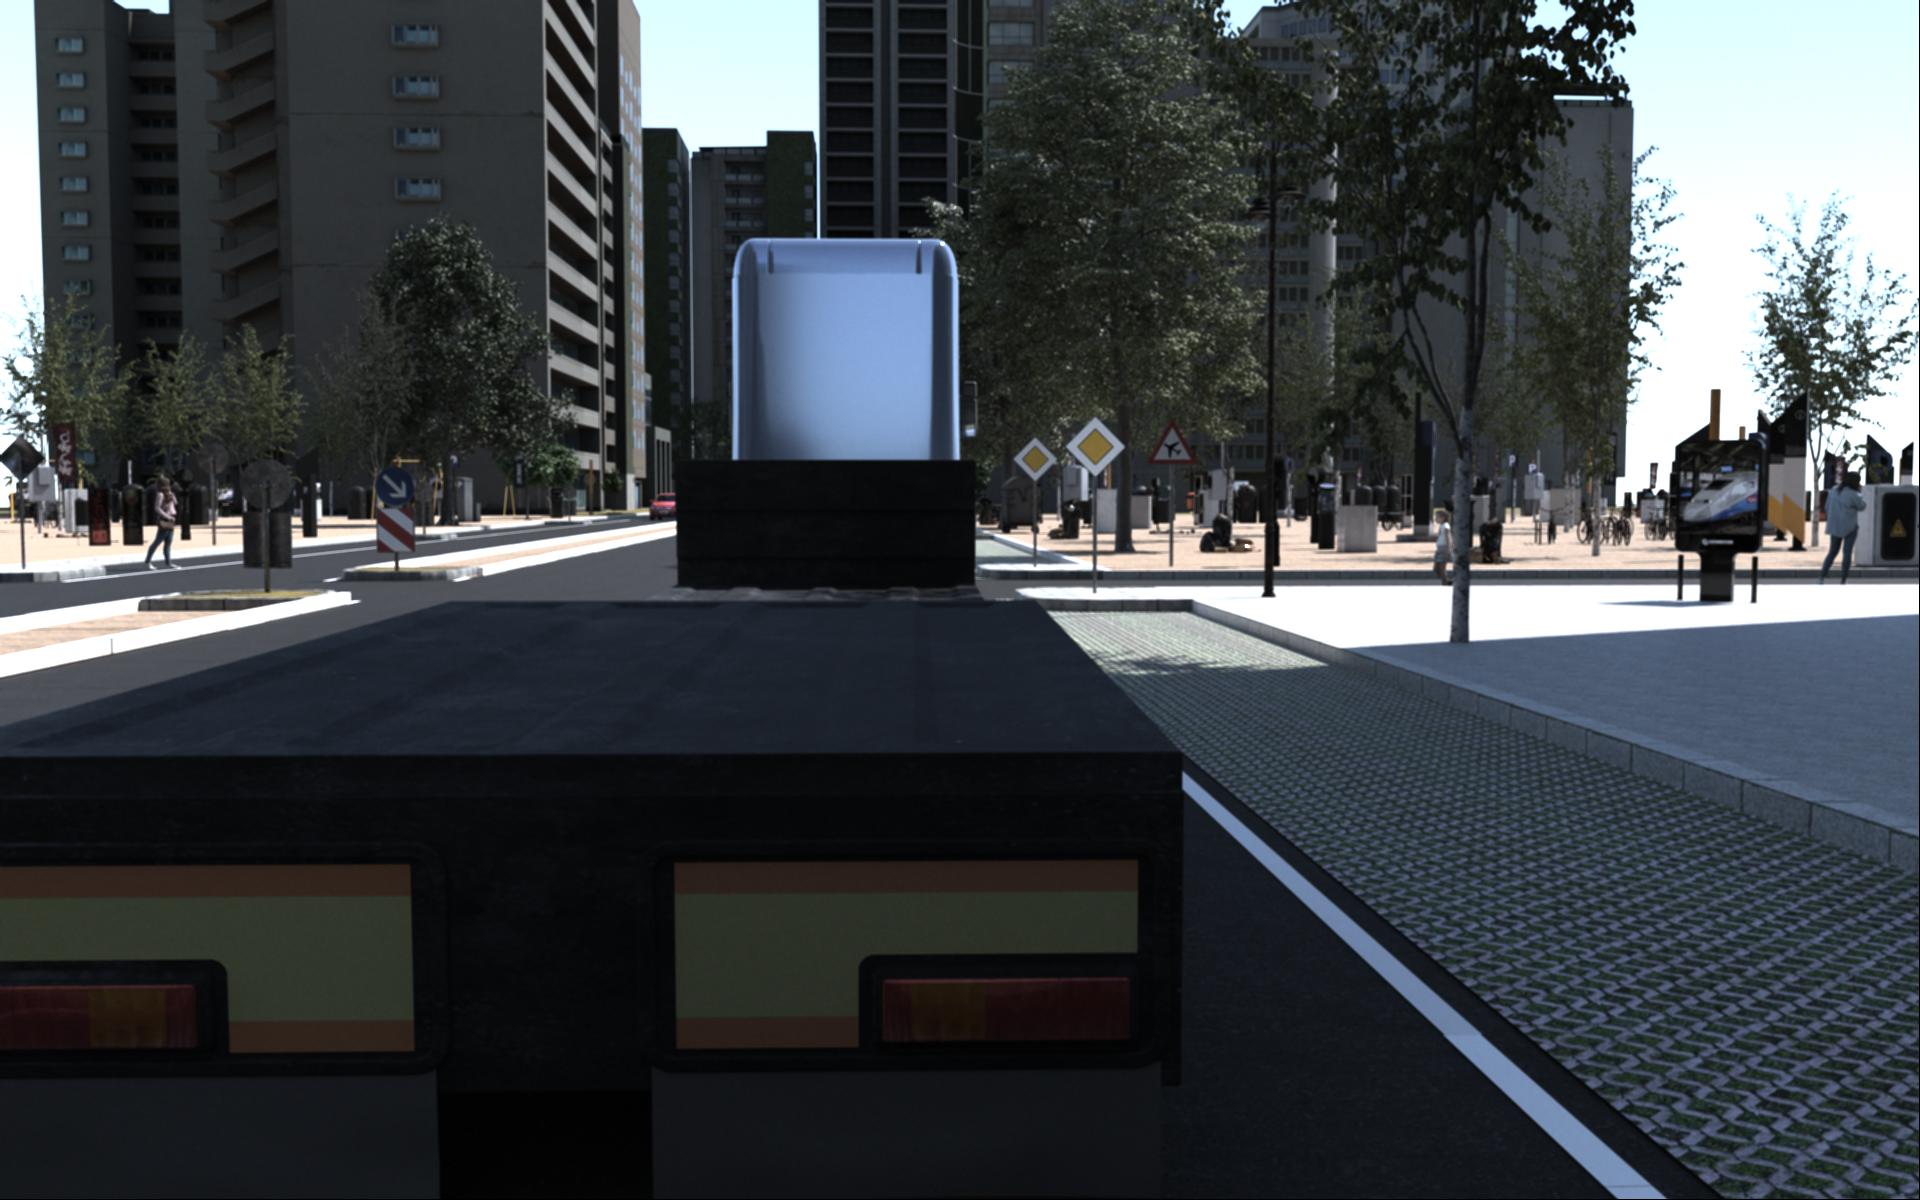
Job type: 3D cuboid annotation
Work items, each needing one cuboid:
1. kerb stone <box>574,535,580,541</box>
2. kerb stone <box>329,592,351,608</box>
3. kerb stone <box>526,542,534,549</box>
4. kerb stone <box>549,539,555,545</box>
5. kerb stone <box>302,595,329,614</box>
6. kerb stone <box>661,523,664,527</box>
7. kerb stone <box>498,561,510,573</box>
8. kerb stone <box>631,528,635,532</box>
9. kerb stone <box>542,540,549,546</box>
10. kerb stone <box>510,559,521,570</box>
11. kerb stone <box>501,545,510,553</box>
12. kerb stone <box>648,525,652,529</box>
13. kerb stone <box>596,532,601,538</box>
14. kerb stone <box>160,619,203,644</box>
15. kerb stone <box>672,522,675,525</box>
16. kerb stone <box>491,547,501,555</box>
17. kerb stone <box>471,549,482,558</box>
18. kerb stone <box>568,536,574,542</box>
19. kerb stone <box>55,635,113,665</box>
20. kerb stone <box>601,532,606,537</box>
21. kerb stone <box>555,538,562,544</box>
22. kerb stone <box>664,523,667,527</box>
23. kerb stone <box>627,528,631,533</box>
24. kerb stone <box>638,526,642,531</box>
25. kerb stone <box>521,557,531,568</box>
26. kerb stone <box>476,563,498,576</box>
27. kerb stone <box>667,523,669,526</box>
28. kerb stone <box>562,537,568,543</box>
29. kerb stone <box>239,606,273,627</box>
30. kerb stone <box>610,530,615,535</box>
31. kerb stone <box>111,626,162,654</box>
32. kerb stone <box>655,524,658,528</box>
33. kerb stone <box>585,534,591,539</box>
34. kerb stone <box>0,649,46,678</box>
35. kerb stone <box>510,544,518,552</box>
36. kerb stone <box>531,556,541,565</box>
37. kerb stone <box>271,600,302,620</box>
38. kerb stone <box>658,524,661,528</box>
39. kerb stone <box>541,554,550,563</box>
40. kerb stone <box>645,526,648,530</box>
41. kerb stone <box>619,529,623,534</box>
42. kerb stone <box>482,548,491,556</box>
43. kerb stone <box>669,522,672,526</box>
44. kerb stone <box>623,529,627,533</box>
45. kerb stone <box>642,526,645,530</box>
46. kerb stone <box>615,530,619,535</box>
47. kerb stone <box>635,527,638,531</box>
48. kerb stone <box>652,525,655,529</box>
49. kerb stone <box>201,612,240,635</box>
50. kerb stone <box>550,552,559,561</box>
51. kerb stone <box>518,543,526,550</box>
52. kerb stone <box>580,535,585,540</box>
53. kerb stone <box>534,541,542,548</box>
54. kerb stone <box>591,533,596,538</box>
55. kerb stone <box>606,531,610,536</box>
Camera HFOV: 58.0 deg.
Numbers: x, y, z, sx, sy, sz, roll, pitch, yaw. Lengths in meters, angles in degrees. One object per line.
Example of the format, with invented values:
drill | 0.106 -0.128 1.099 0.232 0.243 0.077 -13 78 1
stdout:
kerb stone | -11.695 -1.839 52.266 0.120 0.150 1.000 0 4 -3
kerb stone | -7.994 0.006 22.124 0.120 0.150 1.000 0 4 -3
kerb stone | -11.313 -1.400 45.092 0.120 0.150 1.000 0 4 -3
kerb stone | -11.472 -1.588 48.167 0.120 0.150 1.000 0 4 -3
kerb stone | -7.934 0.067 21.104 0.120 0.150 1.000 0 4 -3
kerb stone | -12.841 -3.153 73.751 0.120 0.150 1.000 0 4 -3
kerb stone | -8.504 -0.590 31.891 0.120 0.150 1.000 0 4 -3
kerb stone | -12.342 -2.585 64.537 0.120 0.150 1.000 0 4 -3
kerb stone | -11.419 -1.526 47.138 0.120 0.150 1.000 0 4 -3
kerb stone | -8.564 -0.656 32.923 0.120 0.150 1.000 0 4 -3
kerb stone | -11.150 -1.212 42.014 0.120 0.150 1.000 0 4 -3
kerb stone | -12.614 -2.903 69.655 0.120 0.150 1.000 0 4 -3
kerb stone | -11.920 -2.090 56.361 0.120 0.150 1.000 0 4 -3
kerb stone | -7.717 0.317 17.012 0.120 0.150 1.000 0 4 -3
kerb stone | -13.054 -3.404 77.846 0.120 0.150 1.000 0 4 -3
kerb stone | -11.099 -1.148 40.990 0.120 0.150 1.000 0 4 -3
kerb stone | -10.978 -1.022 38.945 0.120 0.150 1.000 0 4 -3
kerb stone | -11.646 -1.773 51.245 0.120 0.150 1.000 0 4 -3
kerb stone | -7.618 0.443 14.956 0.120 0.150 1.000 0 4 -3
kerb stone | -11.964 -2.152 57.382 0.120 0.150 1.000 0 4 -3
kerb stone | -11.534 -1.651 49.191 0.120 0.150 1.000 0 4 -3
kerb stone | -12.892 -3.216 74.772 0.120 0.150 1.000 0 4 -3
kerb stone | -12.290 -2.527 63.516 0.120 0.150 1.000 0 4 -3
kerb stone | -12.454 -2.711 66.593 0.120 0.150 1.000 0 4 -3
kerb stone | -8.622 -0.719 33.944 0.120 0.150 1.000 0 4 -3
kerb stone | -8.447 -0.531 30.870 0.120 0.150 1.000 0 4 -3
kerb stone | -12.945 -3.279 75.800 0.120 0.150 1.000 0 4 -3
kerb stone | -11.590 -1.714 50.211 0.120 0.150 1.000 0 4 -3
kerb stone | -7.825 0.192 19.057 0.120 0.150 1.000 0 4 -3
kerb stone | -12.074 -2.277 59.427 0.120 0.150 1.000 0 4 -3
kerb stone | -7.659 0.380 15.985 0.120 0.150 1.000 0 4 -3
kerb stone | -12.734 -3.021 71.698 0.120 0.150 1.000 0 4 -3
kerb stone | -11.807 -1.965 54.319 0.120 0.150 1.000 0 4 -3
kerb stone | -7.554 0.508 13.936 0.120 0.150 1.000 0 4 -3
kerb stone | -11.201 -1.275 43.048 0.120 0.150 1.000 0 4 -3
kerb stone | -8.667 -0.781 34.965 0.120 0.150 1.000 0 4 -3
kerb stone | -7.881 0.130 20.078 0.120 0.150 1.000 0 4 -3
kerb stone | -12.783 -3.085 72.727 0.120 0.150 1.000 0 4 -3
kerb stone | -8.718 -0.835 35.990 0.120 0.150 1.000 0 4 -3
kerb stone | -12.572 -2.839 68.634 0.120 0.150 1.000 0 4 -3
kerb stone | -12.186 -2.400 61.471 0.120 0.150 1.000 0 4 -3
kerb stone | -11.043 -1.086 39.966 0.120 0.150 1.000 0 4 -3
kerb stone | -13.006 -3.334 76.825 0.120 0.150 1.000 0 4 -3
kerb stone | -12.240 -2.465 62.495 0.120 0.150 1.000 0 4 -3
kerb stone | -12.513 -2.778 67.613 0.120 0.150 1.000 0 4 -3
kerb stone | -12.130 -2.340 60.448 0.120 0.150 1.000 0 4 -3
kerb stone | -12.400 -2.653 65.566 0.120 0.150 1.000 0 4 -3
kerb stone | -12.676 -2.963 70.677 0.120 0.150 1.000 0 4 -3
kerb stone | -7.771 0.255 18.037 0.120 0.150 1.000 0 4 -3
kerb stone | -8.774 -0.906 37.010 0.120 0.150 1.000 0 4 -3
kerb stone | -11.268 -1.333 44.071 0.120 0.150 1.000 0 4 -3
kerb stone | -11.749 -1.901 53.291 0.120 0.150 1.000 0 4 -3
kerb stone | -11.360 -1.463 46.118 0.120 0.150 1.000 0 4 -3
kerb stone | -11.861 -2.027 55.341 0.120 0.150 1.000 0 4 -3
kerb stone | -12.024 -2.212 58.407 0.120 0.150 1.000 0 4 -3
